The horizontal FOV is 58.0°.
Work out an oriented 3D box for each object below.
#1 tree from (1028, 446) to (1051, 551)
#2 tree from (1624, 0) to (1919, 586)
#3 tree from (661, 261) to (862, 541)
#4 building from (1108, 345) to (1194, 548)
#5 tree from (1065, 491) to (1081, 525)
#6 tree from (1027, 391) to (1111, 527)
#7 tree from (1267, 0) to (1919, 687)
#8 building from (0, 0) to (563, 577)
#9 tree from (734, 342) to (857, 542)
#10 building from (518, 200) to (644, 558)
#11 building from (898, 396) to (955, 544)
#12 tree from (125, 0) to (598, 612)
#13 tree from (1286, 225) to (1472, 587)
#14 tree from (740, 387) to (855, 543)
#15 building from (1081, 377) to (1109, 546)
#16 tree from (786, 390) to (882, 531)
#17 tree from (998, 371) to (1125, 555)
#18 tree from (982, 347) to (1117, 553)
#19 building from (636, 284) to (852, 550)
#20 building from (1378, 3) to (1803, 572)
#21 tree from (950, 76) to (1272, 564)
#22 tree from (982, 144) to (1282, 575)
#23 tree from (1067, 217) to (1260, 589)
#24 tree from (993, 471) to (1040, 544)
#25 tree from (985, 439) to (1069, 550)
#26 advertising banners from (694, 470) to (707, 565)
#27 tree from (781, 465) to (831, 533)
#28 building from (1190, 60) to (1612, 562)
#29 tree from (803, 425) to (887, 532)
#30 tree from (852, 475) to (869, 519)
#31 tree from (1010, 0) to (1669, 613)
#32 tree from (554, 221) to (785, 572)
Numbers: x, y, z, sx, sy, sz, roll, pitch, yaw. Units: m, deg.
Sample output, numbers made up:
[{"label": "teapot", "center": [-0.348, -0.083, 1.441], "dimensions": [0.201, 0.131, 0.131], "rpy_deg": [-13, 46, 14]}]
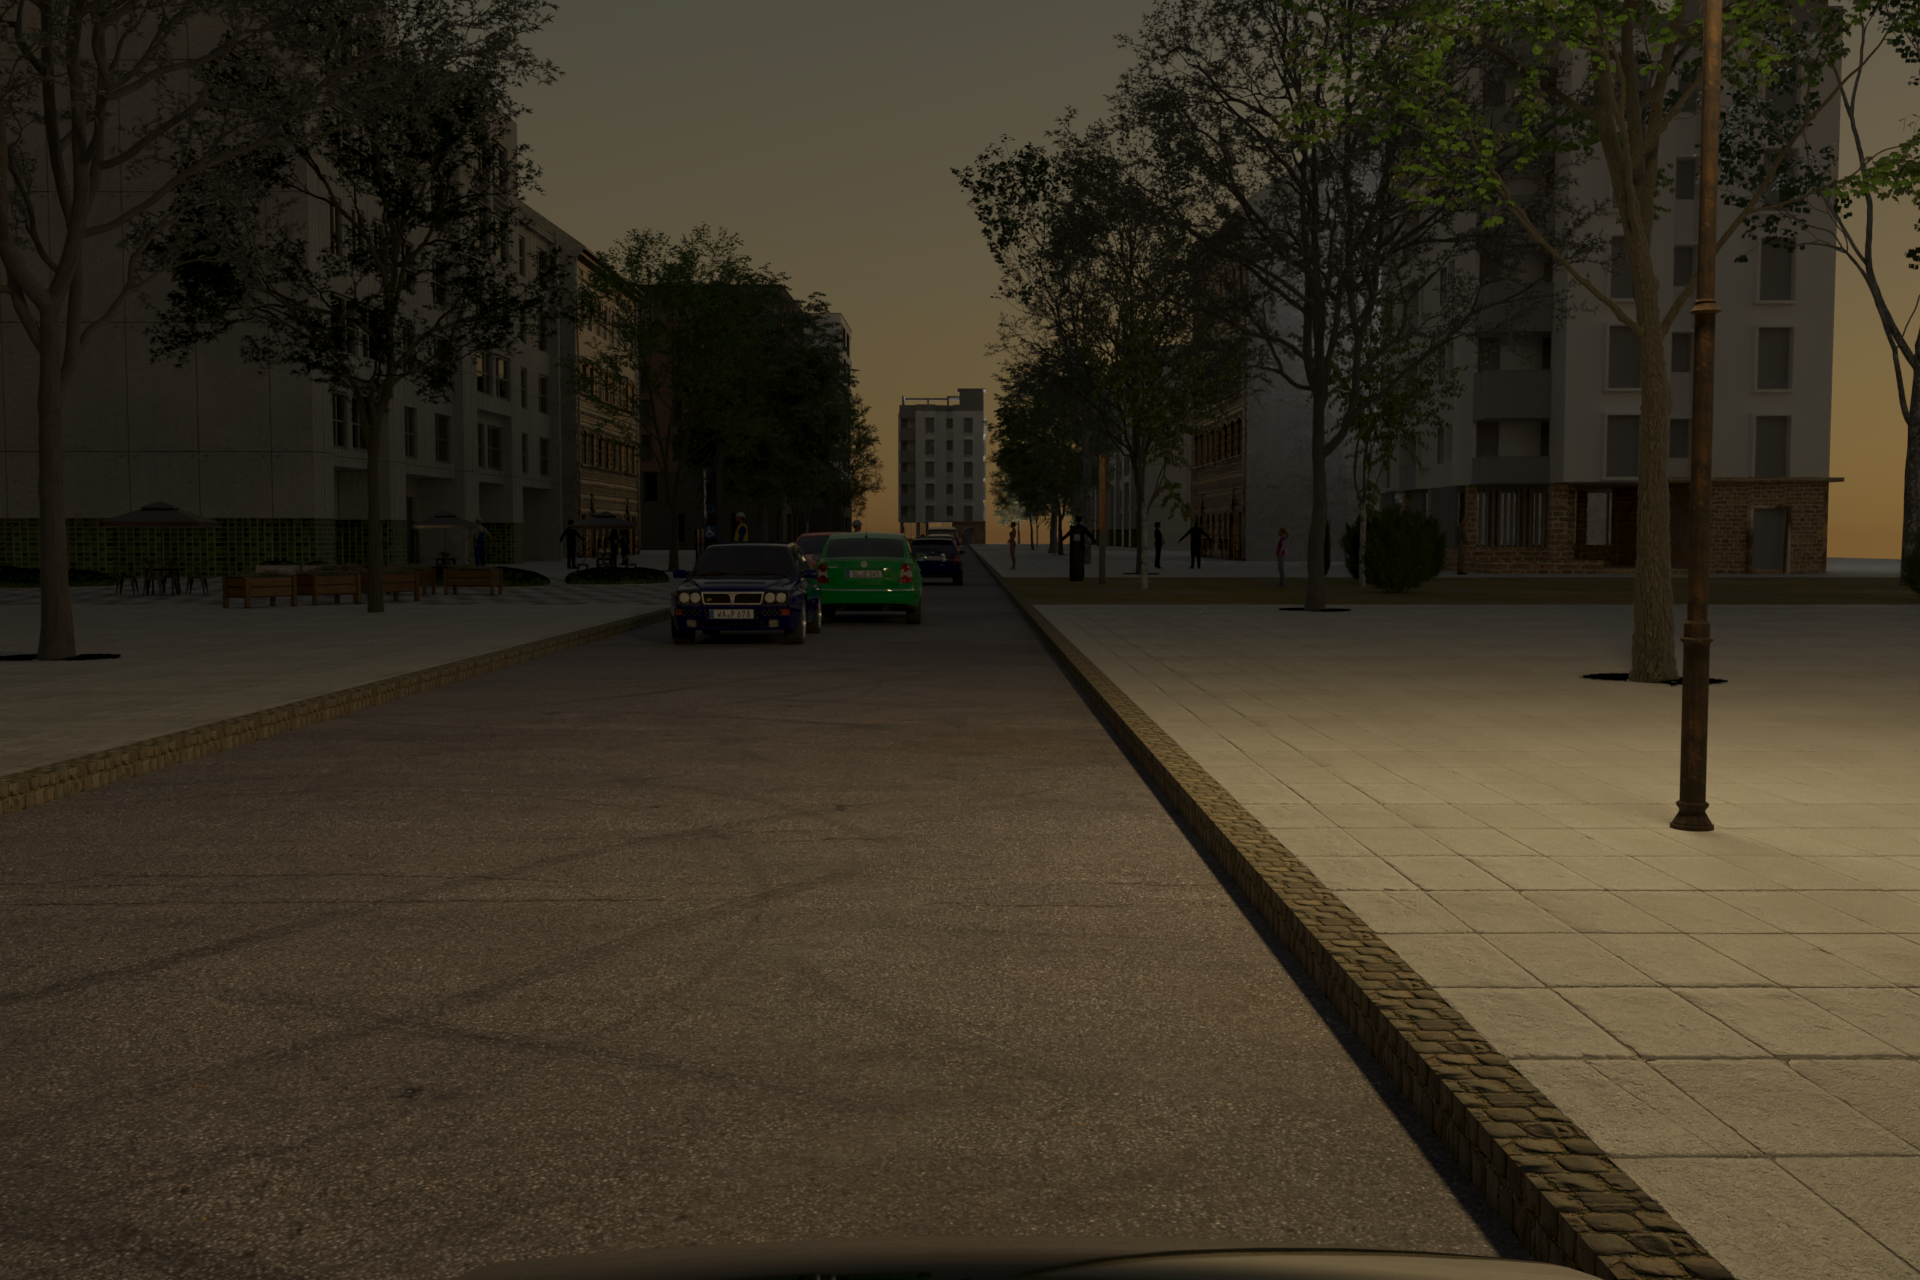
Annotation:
[{"label": "tree", "center": [6.005, -11.006, 130.305], "dimensions": [4.737, 8.622, 4.395], "rpy_deg": [0, 3, 0]}, {"label": "tree", "center": [23.595, -11.511, 44.098], "dimensions": [12.611, 20.169, 13.585], "rpy_deg": [0, 3, 0]}, {"label": "tree", "center": [-9.207, -10.597, 79.915], "dimensions": [9.857, 13.997, 8.962], "rpy_deg": [0, 3, 0]}, {"label": "building", "center": [24.404, -18.613, 170.785], "dimensions": [16.747, 18.905, 31.486], "rpy_deg": [0, 3, 0]}, {"label": "tree", "center": [17.370, -18.921, 227.487], "dimensions": [7.486, 12.596, 7.792], "rpy_deg": [0, 3, 0]}, {"label": "tree", "center": [5.848, -8.272, 85.607], "dimensions": [4.360, 8.622, 3.978], "rpy_deg": [0, 3, 0]}, {"label": "tree", "center": [5.945, -5.450, 14.868], "dimensions": [9.928, 11.665, 9.643], "rpy_deg": [0, 3, 0]}, {"label": "building", "center": [-27.446, -12.243, 66.636], "dimensions": [16.747, 18.905, 31.486], "rpy_deg": [0, 4, 0]}, {"label": "tree", "center": [-9.559, -10.188, 92.330], "dimensions": [9.928, 11.665, 9.643], "rpy_deg": [0, 3, 0]}, {"label": "building", "center": [-29.489, -16.463, 100.091], "dimensions": [19.493, 23.208, 18.063], "rpy_deg": [0, 4, -1]}, {"label": "building", "center": [-7.848, -22.674, 229.592], "dimensions": [11.380, 20.090, 16.016], "rpy_deg": [1, 4, 9]}, {"label": "tree", "center": [-9.727, -5.714, 27.830], "dimensions": [8.767, 10.594, 7.601], "rpy_deg": [1, 4, 17]}, {"label": "tree", "center": [9.999, -5.591, 41.783], "dimensions": [4.737, 8.622, 4.395], "rpy_deg": [0, 3, 0]}, {"label": "tree", "center": [-10.103, -11.010, 105.776], "dimensions": [9.928, 11.665, 9.643], "rpy_deg": [0, 3, 0]}, {"label": "building", "center": [23.610, -20.538, 202.256], "dimensions": [16.747, 18.905, 31.486], "rpy_deg": [0, 3, 0]}, {"label": "tree", "center": [-9.217, -12.104, 123.652], "dimensions": [9.928, 11.665, 9.643], "rpy_deg": [0, 3, 0]}, {"label": "tree", "center": [6.139, -10.946, 104.720], "dimensions": [9.928, 11.665, 9.643], "rpy_deg": [0, 3, 0]}, {"label": "tree", "center": [6.213, -12.751, 115.126], "dimensions": [9.857, 13.997, 8.962], "rpy_deg": [0, 3, 0]}, {"label": "building", "center": [-24.929, -19.215, 158.132], "dimensions": [27.936, 21.610, 32.646], "rpy_deg": [0, 4, 0]}, {"label": "building", "center": [21.971, -12.944, 68.055], "dimensions": [16.016, 20.090, 11.380], "rpy_deg": [0, 3, 0]}, {"label": "tree", "center": [6.325, -13.229, 72.178], "dimensions": [12.611, 20.169, 13.585], "rpy_deg": [0, 3, 0]}, {"label": "tree", "center": [5.658, -8.825, 54.661], "dimensions": [12.009, 13.543, 11.850], "rpy_deg": [0, 3, 0]}, {"label": "tree", "center": [4.524, -5.496, 40.215], "dimensions": [4.737, 8.622, 4.395], "rpy_deg": [0, 3, 0]}, {"label": "tree", "center": [8.102, -18.834, 226.057], "dimensions": [7.486, 12.596, 7.792], "rpy_deg": [0, 3, 0]}, {"label": "tree", "center": [5.478, -12.452, 138.001], "dimensions": [7.601, 10.594, 8.767], "rpy_deg": [1, 4, 12]}, {"label": "advertising banners", "center": [-6.982, -3.091, 46.732], "dimensions": [0.090, 3.025, 2.074], "rpy_deg": [0, 3, 0]}, {"label": "tree", "center": [-10.021, -10.002, 113.902], "dimensions": [4.360, 8.622, 3.978], "rpy_deg": [0, 3, 0]}, {"label": "building", "center": [22.471, -15.799, 89.243], "dimensions": [19.493, 23.208, 18.063], "rpy_deg": [0, 3, 0]}, {"label": "tree", "center": [-9.522, -12.374, 136.727], "dimensions": [8.767, 10.594, 7.601], "rpy_deg": [1, 4, 16]}, {"label": "tree", "center": [-15.370, -17.908, 227.200], "dimensions": [7.601, 10.594, 8.767], "rpy_deg": [1, 4, 9]}, {"label": "tree", "center": [6.072, -7.223, 28.462], "dimensions": [12.009, 13.543, 11.850], "rpy_deg": [0, 3, 0]}, {"label": "tree", "center": [-9.747, -8.120, 58.512], "dimensions": [9.928, 11.665, 9.643], "rpy_deg": [0, 3, 0]}]
